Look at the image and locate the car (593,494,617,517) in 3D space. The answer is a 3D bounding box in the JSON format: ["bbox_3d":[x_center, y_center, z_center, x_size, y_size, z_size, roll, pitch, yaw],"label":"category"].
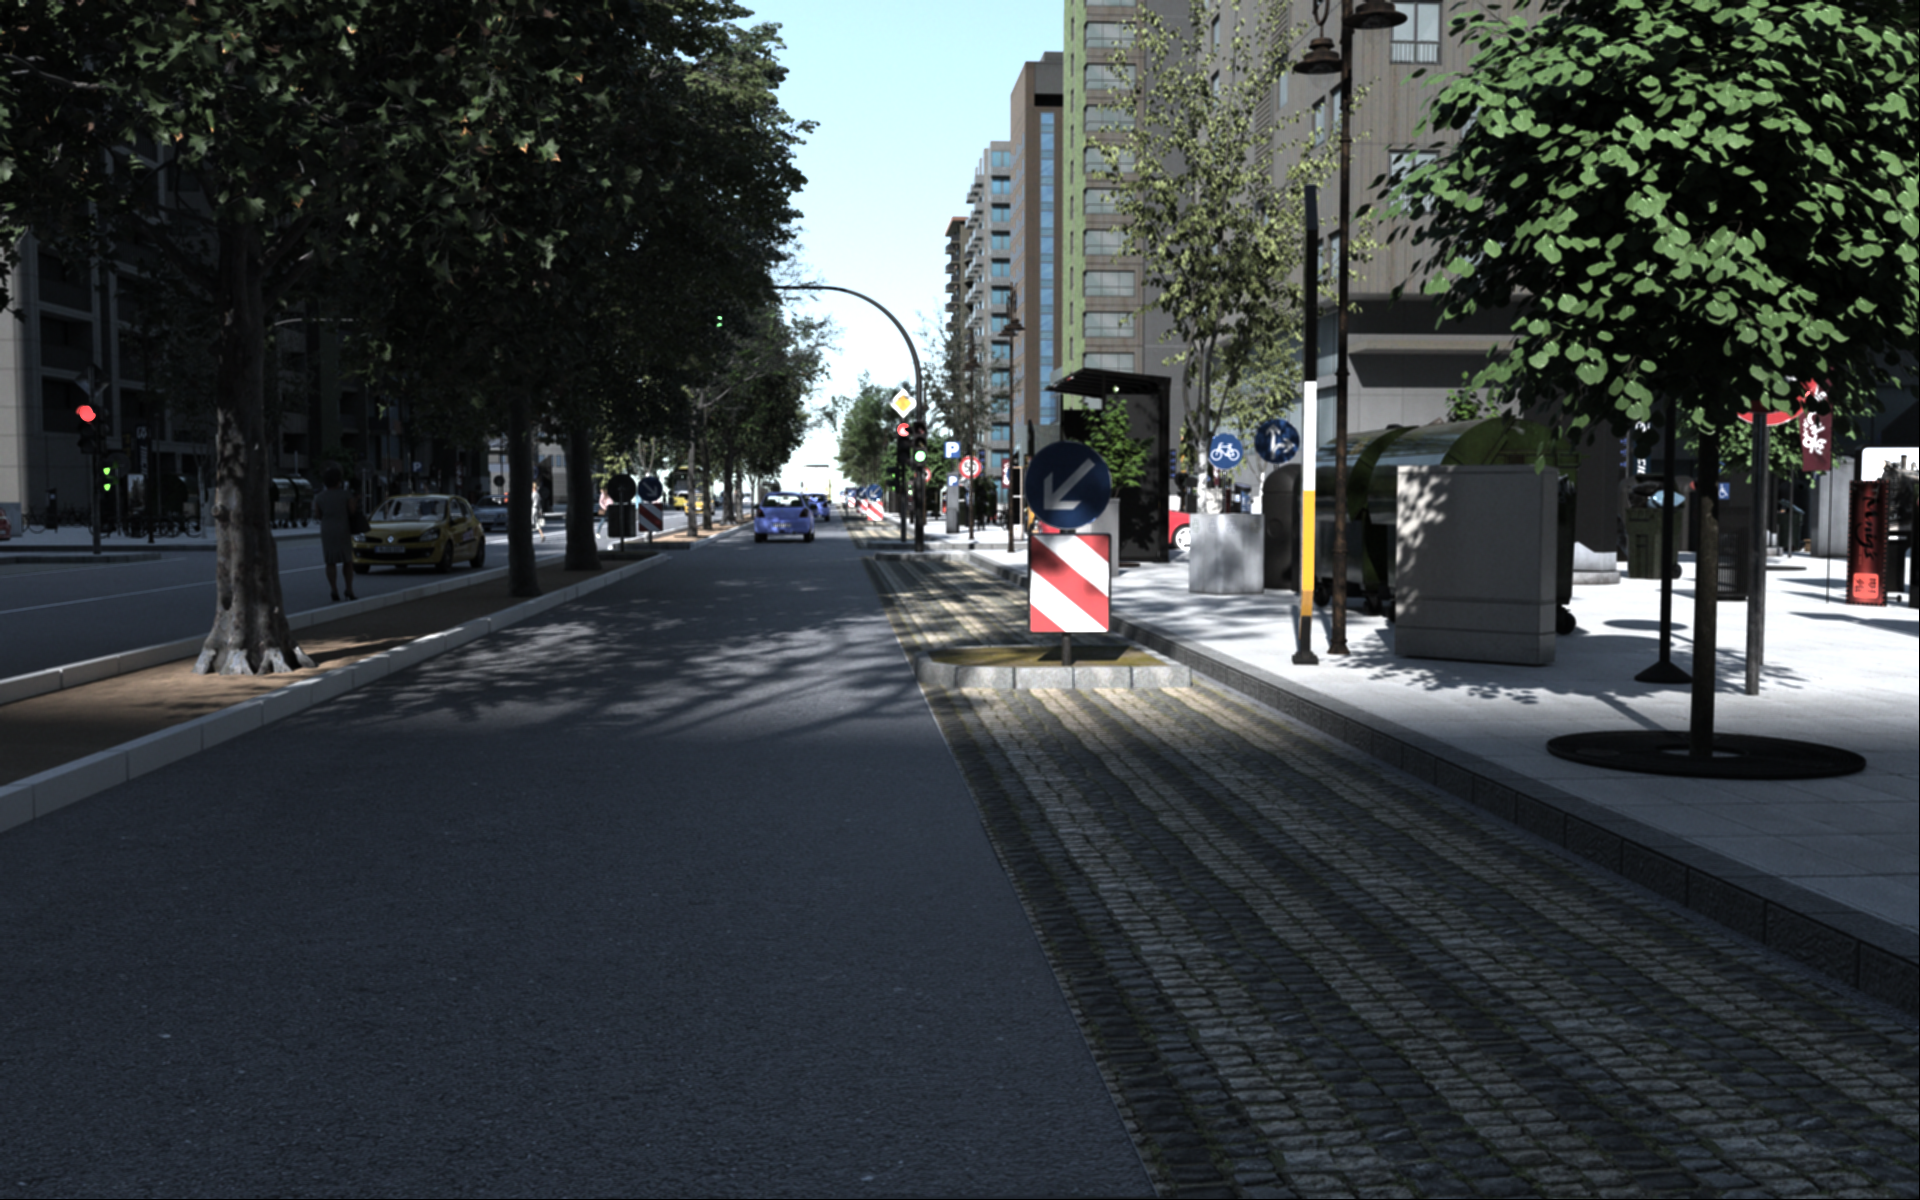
[{"bbox_3d":[-19.596,-5.027,93.988,2.131,1.459,4.920,0,4,-6],"label":"car"}]

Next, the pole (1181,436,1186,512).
[{"bbox_3d":[7.529,-3.945,58.337,0.158,3.312,0.155,0,3,0],"label":"pole"}]

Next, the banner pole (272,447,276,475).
[{"bbox_3d":[-36.722,-6.288,92.829,0.401,3.779,0.863,-2,4,-29],"label":"banner pole"}]

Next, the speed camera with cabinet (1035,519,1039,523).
[{"bbox_3d":[3.984,-4.994,75.982,0.660,3.252,2.038,-3,5,-40],"label":"speed camera with cabinet"}]

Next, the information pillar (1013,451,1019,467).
[{"bbox_3d":[2.964,-6.258,93.670,0.504,3.616,0.183,2,4,26],"label":"information pillar"}]

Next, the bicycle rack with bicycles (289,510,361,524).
[{"bbox_3d":[-26.600,-3.652,73.084,2.925,0.926,2.852,3,5,44],"label":"bicycle rack with bicycles"}]

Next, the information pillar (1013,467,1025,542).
[{"bbox_3d":[1.565,-2.591,46.859,0.304,2.012,0.304,1,4,17],"label":"information pillar"}]

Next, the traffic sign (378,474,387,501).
[{"bbox_3d":[-29.133,-5.225,87.563,0.606,2.300,0.079,0,4,4],"label":"traffic sign"}]

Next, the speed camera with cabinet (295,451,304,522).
[{"bbox_3d":[-30.865,-5.264,80.399,0.660,3.252,2.038,-1,4,-11],"label":"speed camera with cabinet"}]

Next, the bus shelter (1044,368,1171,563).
[{"bbox_3d":[2.932,-2.696,35.365,1.731,3.624,6.357,0,4,-4],"label":"bus shelter"}]

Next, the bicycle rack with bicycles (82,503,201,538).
[{"bbox_3d":[-23.889,-2.319,51.297,2.925,0.926,2.852,-1,4,-10],"label":"bicycle rack with bicycles"}]

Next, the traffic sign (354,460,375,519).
[{"bbox_3d":[-22.412,-3.983,65.220,0.768,2.556,0.104,0,4,-1],"label":"traffic sign"}]

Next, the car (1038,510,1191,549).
[{"bbox_3d":[4.188,-2.082,43.088,4.494,1.783,2.155,0,4,-5],"label":"car"}]

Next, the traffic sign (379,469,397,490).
[{"bbox_3d":[-25.365,-4.625,76.808,0.795,2.450,0.064,0,4,0],"label":"traffic sign"}]

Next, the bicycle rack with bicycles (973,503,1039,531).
[{"bbox_3d":[1.404,-2.864,60.211,2.852,0.926,2.925,0,4,1],"label":"bicycle rack with bicycles"}]

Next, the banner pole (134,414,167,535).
[{"bbox_3d":[-25.205,-3.909,53.928,0.863,3.779,0.401,-1,4,-19],"label":"banner pole"}]

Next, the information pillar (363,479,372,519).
[{"bbox_3d":[-24.631,-4.127,71.973,0.304,2.012,0.304,-1,4,-10],"label":"information pillar"}]

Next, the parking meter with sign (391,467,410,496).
[{"bbox_3d":[-35.229,-6.970,110.224,1.738,3.016,0.543,-1,4,-14],"label":"parking meter with sign"}]

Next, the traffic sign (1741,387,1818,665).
[{"bbox_3d":[5.987,-0.784,12.924,0.768,2.556,0.104,0,4,1],"label":"traffic sign"}]

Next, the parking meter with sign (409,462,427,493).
[{"bbox_3d":[-28.949,-5.921,93.073,0.543,3.016,1.738,-2,4,-31],"label":"parking meter with sign"}]

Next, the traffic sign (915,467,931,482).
[{"bbox_3d":[-1.713,-4.893,80.099,0.768,2.556,0.104,0,4,-1],"label":"traffic sign"}]

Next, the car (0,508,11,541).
[{"bbox_3d":[-25.394,-1.999,41.723,4.494,1.783,2.155,0,4,-4],"label":"car"}]

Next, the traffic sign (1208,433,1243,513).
[{"bbox_3d":[5.540,-2.214,36.306,0.768,2.556,0.104,0,4,-1],"label":"traffic sign"}]

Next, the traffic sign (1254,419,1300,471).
[{"bbox_3d":[5.371,-1.794,29.431,0.768,2.556,0.104,0,4,5],"label":"traffic sign"}]

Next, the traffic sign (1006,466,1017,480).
[{"bbox_3d":[2.477,-4.807,78.702,0.768,2.556,0.104,0,4,4],"label":"traffic sign"}]

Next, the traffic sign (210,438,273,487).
[{"bbox_3d":[-25.818,-4.181,62.229,2.265,3.308,0.079,0,4,3],"label":"traffic sign"}]

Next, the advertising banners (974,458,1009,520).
[{"bbox_3d":[1.547,-5.415,84.715,2.074,3.025,0.090,-1,4,-9],"label":"advertising banners"}]

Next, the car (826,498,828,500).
[{"bbox_3d":[-12.970,-9.077,157.997,1.945,1.707,3.694,0,4,-6],"label":"car"}]

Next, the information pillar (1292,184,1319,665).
[{"bbox_3d":[2.613,-1.323,12.984,0.183,3.616,0.504,1,4,9],"label":"information pillar"}]

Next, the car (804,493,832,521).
[{"bbox_3d":[-7.780,-5.044,92.061,1.945,1.707,3.694,0,4,-3],"label":"car"}]

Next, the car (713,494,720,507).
[{"bbox_3d":[-27.217,-10.967,189.092,2.009,1.686,4.222,0,4,-6],"label":"car"}]

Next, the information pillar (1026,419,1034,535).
[{"bbox_3d":[2.213,-3.826,53.918,0.183,3.616,0.504,-1,4,-11],"label":"information pillar"}]

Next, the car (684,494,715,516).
[{"bbox_3d":[-17.460,-6.483,116.224,2.015,1.641,3.980,0,4,-3],"label":"car"}]

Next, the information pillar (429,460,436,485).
[{"bbox_3d":[-36.295,-7.822,119.249,0.183,3.616,0.504,3,4,38],"label":"information pillar"}]

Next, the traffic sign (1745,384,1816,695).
[{"bbox_3d":[5.063,-0.666,10.993,0.768,2.556,0.104,0,4,4],"label":"traffic sign"}]

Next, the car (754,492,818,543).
[{"bbox_3d":[-5.298,-2.623,52.484,1.945,1.707,3.694,0,4,-3],"label":"car"}]

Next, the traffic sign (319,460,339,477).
[{"bbox_3d":[-23.451,-3.932,64.390,0.768,2.556,0.104,0,4,1],"label":"traffic sign"}]

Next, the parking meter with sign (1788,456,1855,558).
[{"bbox_3d":[17.511,-2.350,34.677,1.738,3.016,0.543,0,4,5],"label":"parking meter with sign"}]

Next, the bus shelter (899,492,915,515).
[{"bbox_3d":[-3.104,-6.985,105.492,1.731,3.624,6.357,0,4,-4],"label":"bus shelter"}]

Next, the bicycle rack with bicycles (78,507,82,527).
[{"bbox_3d":[-34.471,-3.326,67.764,2.925,0.926,2.852,-2,4,-32],"label":"bicycle rack with bicycles"}]

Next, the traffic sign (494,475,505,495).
[{"bbox_3d":[-31.372,-7.206,117.928,0.768,2.556,0.104,0,4,1],"label":"traffic sign"}]

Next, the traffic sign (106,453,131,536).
[{"bbox_3d":[-25.879,-3.250,53.244,0.768,2.556,0.104,0,4,-3],"label":"traffic sign"}]

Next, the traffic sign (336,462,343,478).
[{"bbox_3d":[-24.561,-4.147,67.909,0.768,2.556,0.104,0,4,0],"label":"traffic sign"}]

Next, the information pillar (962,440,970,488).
[{"bbox_3d":[0.302,-4.885,71.221,0.504,3.616,0.183,2,4,29],"label":"information pillar"}]

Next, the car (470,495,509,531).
[{"bbox_3d":[-17.640,-3.322,66.323,2.014,1.417,4.499,0,4,-3],"label":"car"}]

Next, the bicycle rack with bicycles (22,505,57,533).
[{"bbox_3d":[-31.231,-2.651,56.728,2.852,0.926,2.925,2,4,29],"label":"bicycle rack with bicycles"}]

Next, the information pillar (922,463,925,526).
[{"bbox_3d":[-1.597,-4.825,70.235,0.183,3.616,0.504,2,4,24],"label":"information pillar"}]

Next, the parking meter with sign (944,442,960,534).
[{"bbox_3d":[-0.255,-3.705,56.840,0.543,3.016,1.738,0,3,0],"label":"parking meter with sign"}]

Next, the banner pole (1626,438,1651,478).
[{"bbox_3d":[19.308,-3.638,49.490,0.863,3.779,0.401,1,4,21],"label":"banner pole"}]

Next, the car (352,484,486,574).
[{"bbox_3d":[-10.131,-1.360,32.456,2.015,1.641,3.980,0,4,-2],"label":"car"}]

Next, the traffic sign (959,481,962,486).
[{"bbox_3d":[0.133,-6.893,112.703,0.884,2.594,0.081,0,4,4],"label":"traffic sign"}]

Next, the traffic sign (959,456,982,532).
[{"bbox_3d":[0.340,-3.536,57.913,0.768,2.556,0.104,0,4,0],"label":"traffic sign"}]
